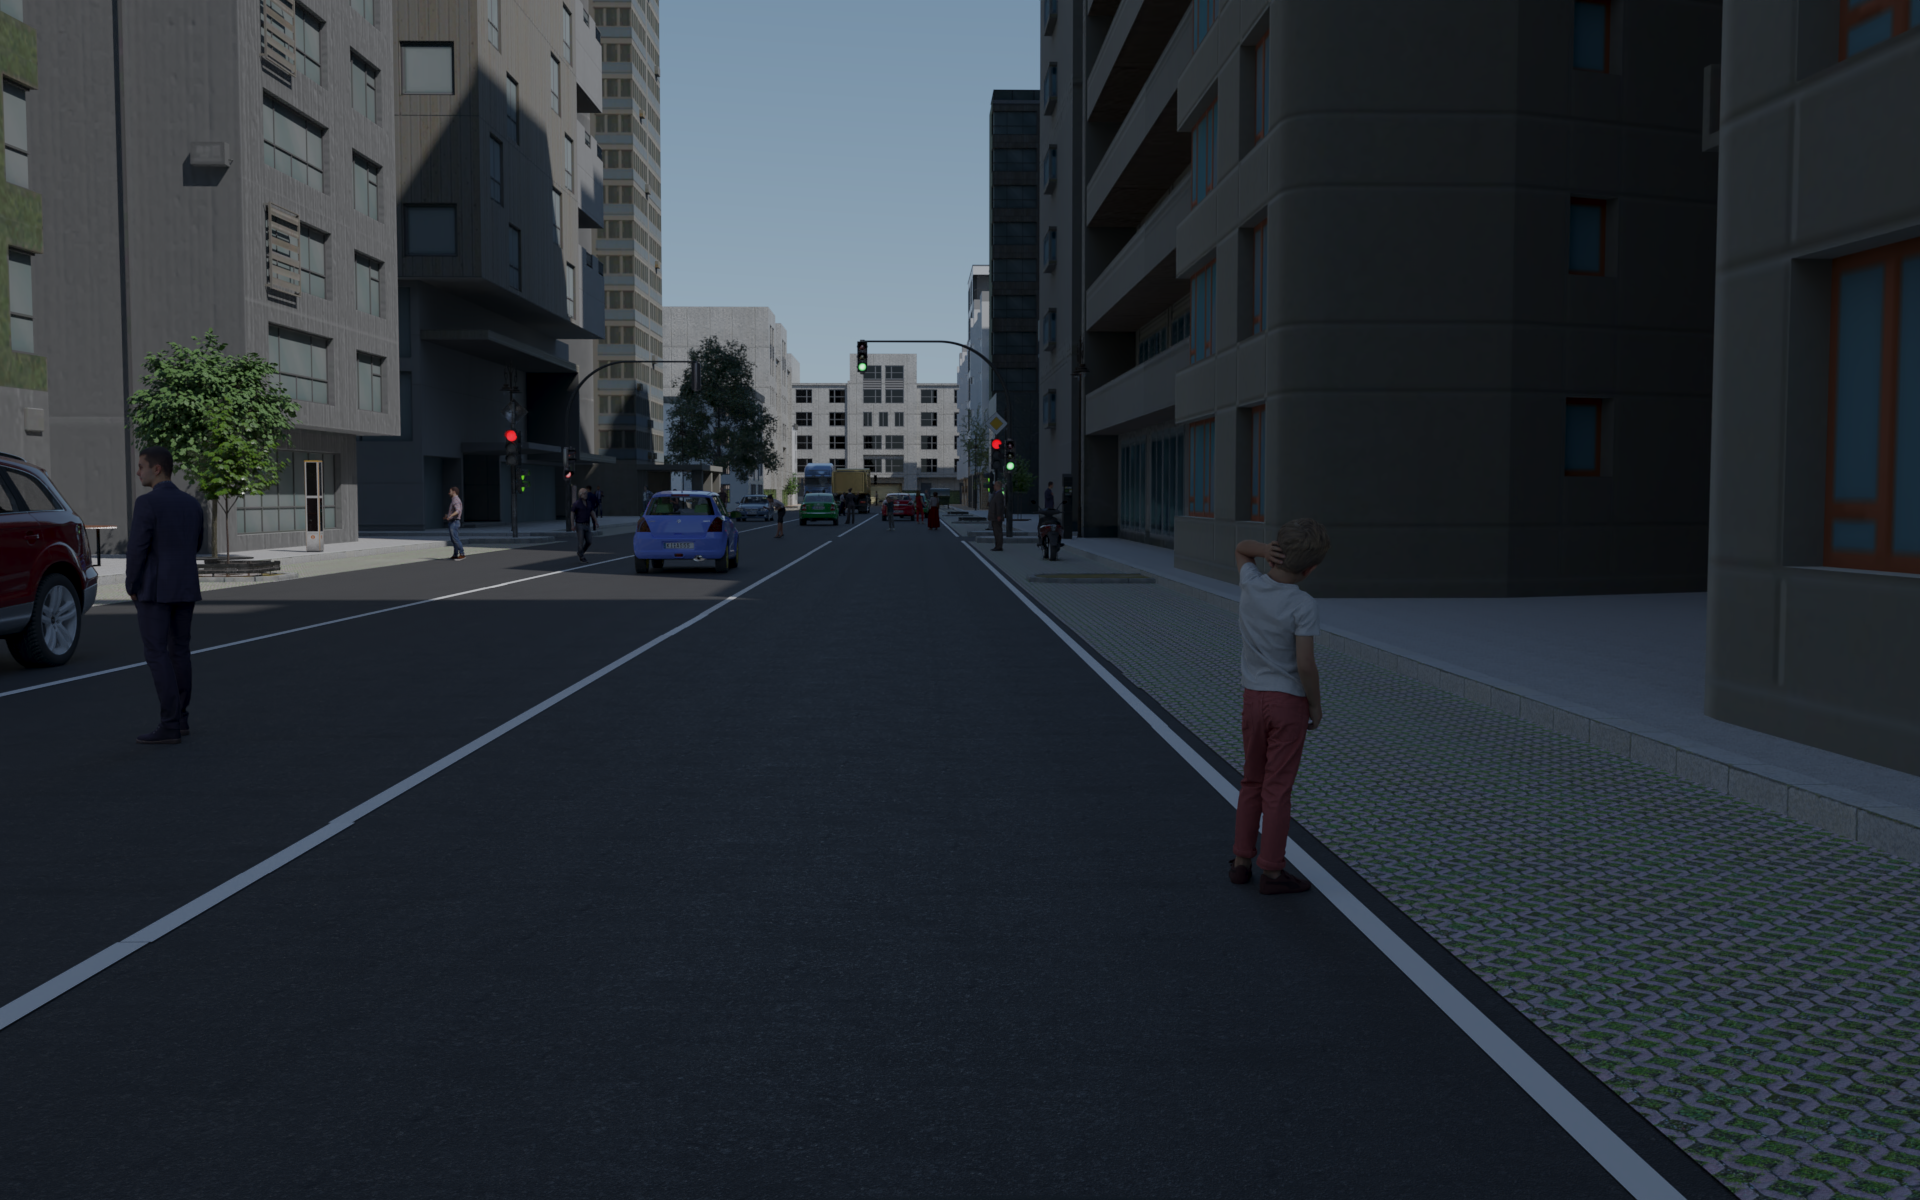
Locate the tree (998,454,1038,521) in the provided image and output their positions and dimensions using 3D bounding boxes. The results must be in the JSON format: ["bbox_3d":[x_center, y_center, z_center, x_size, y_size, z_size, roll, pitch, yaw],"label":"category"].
[{"bbox_3d":[2.775,-5.377,82.512,1.663,3.219,1.824,0,3,0],"label":"tree"}]

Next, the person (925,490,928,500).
[{"bbox_3d":[-2.624,-7.530,132.174,0.434,1.755,0.990,0,4,3],"label":"person"}]

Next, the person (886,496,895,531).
[{"bbox_3d":[-2.728,-3.412,68.197,0.435,1.345,0.340,1,4,15],"label":"person"}]

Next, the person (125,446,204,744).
[{"bbox_3d":[-4.648,-0.044,10.140,0.530,1.710,0.541,2,4,29],"label":"person"}]

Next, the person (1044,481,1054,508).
[{"bbox_3d":[3.030,-3.162,58.662,0.530,1.710,0.541,2,4,33],"label":"person"}]

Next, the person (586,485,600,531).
[{"bbox_3d":[-13.077,-3.172,61.072,0.504,1.737,0.576,2,4,34],"label":"person"}]

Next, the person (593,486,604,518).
[{"bbox_3d":[-19.430,-5.269,93.019,0.655,1.722,0.431,1,4,11],"label":"person"}]

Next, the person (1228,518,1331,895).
[{"bbox_3d":[1.138,0.375,6.282,0.435,1.345,0.340,2,4,35],"label":"person"}]

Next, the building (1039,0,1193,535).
[{"bbox_3d":[13.968,-27.186,68.189,21.600,48.544,21.300,0,4,-2],"label":"building"}]

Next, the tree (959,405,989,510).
[{"bbox_3d":[1.687,-11.602,140.048,4.737,8.622,4.395,0,3,0],"label":"tree"}]

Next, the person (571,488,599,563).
[{"bbox_3d":[-7.832,-1.557,36.169,0.569,1.553,0.471,-1,4,-12],"label":"person"}]

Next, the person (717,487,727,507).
[{"bbox_3d":[-12.120,-4.847,87.868,0.598,1.807,0.434,1,4,17],"label":"person"}]

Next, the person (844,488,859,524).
[{"bbox_3d":[-5.195,-4.524,83.271,0.445,1.727,0.742,3,5,40],"label":"person"}]

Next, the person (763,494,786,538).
[{"bbox_3d":[-6.022,-2.737,56.441,0.628,1.438,0.799,1,4,10],"label":"person"}]

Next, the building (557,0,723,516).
[{"bbox_3d":[-31.207,-25.234,104.454,32.217,40.220,23.993,0,4,-2],"label":"building"}]

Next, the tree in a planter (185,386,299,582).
[{"bbox_3d":[-12.199,-1.930,28.774,1.991,3.239,1.994,0,4,-2],"label":"tree in a planter"}]

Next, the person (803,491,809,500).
[{"bbox_3d":[-8.420,-5.163,94.624,0.444,1.614,0.593,0,4,-1],"label":"person"}]

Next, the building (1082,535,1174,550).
[{"bbox_3d":[14.527,-25.453,39.853,21.300,48.544,21.600,0,4,-2],"label":"building"}]

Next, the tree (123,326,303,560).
[{"bbox_3d":[-14.661,-3.073,33.960,4.285,4.588,4.351,0,3,0],"label":"tree"}]

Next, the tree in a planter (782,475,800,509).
[{"bbox_3d":[-15.835,-10.066,161.798,1.991,3.239,1.994,0,4,-2],"label":"tree in a planter"}]

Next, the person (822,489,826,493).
[{"bbox_3d":[-8.661,-6.175,110.188,0.841,1.734,0.376,0,4,7],"label":"person"}]

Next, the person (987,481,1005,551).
[{"bbox_3d":[0.903,-2.101,43.405,0.434,1.755,0.990,0,4,-3],"label":"person"}]

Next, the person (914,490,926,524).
[{"bbox_3d":[-1.920,-4.478,83.415,0.444,1.614,0.593,-2,4,-29],"label":"person"}]

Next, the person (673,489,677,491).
[{"bbox_3d":[-11.562,-3.681,70.155,0.593,1.643,0.415,3,5,45],"label":"person"}]

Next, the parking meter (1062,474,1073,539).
[{"bbox_3d":[3.066,-2.678,49.497,0.255,1.863,0.399,0,4,-5],"label":"parking meter"}]

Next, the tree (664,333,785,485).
[{"bbox_3d":[-17.200,-12.632,123.537,9.611,12.733,9.660,0,3,0],"label":"tree"}]

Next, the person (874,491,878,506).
[{"bbox_3d":[-10.193,-12.357,210.541,0.705,1.823,1.348,1,4,15],"label":"person"}]

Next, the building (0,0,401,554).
[{"bbox_3d":[-22.153,-21.935,42.230,14.086,41.232,14.154,0,4,-2],"label":"building"}]

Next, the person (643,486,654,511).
[{"bbox_3d":[-16.852,-5.288,93.228,0.376,1.734,0.841,-3,5,-42],"label":"person"}]

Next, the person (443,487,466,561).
[{"bbox_3d":[-10.919,-1.645,37.356,0.435,1.587,0.963,-2,4,-26],"label":"person"}]

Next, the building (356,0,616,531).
[{"bbox_3d":[-30.016,-29.429,70.411,28.713,52.752,27.495,0,4,-2],"label":"building"}]

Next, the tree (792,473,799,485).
[{"bbox_3d":[-19.884,-13.107,198.018,4.285,4.588,4.351,0,3,0],"label":"tree"}]

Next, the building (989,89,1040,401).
[{"bbox_3d":[9.056,-21.755,127.397,14.160,30.474,14.107,0,4,-2],"label":"building"}]

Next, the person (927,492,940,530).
[{"bbox_3d":[-1.048,-3.582,69.530,0.523,1.526,0.387,-1,4,-14],"label":"person"}]

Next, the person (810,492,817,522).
[{"bbox_3d":[-7.702,-4.845,89.984,0.482,1.546,0.388,1,4,15],"label":"person"}]

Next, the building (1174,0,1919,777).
[{"bbox_3d":[17.951,-10.429,15.560,27.650,21.520,28.899,0,4,-2],"label":"building"}]

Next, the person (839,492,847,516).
[{"bbox_3d":[-7.628,-6.246,112.840,0.590,1.554,0.614,-1,4,-11],"label":"person"}]

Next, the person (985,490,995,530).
[{"bbox_3d":[1.240,-3.626,67.935,0.789,1.805,0.875,2,4,34],"label":"person"}]
